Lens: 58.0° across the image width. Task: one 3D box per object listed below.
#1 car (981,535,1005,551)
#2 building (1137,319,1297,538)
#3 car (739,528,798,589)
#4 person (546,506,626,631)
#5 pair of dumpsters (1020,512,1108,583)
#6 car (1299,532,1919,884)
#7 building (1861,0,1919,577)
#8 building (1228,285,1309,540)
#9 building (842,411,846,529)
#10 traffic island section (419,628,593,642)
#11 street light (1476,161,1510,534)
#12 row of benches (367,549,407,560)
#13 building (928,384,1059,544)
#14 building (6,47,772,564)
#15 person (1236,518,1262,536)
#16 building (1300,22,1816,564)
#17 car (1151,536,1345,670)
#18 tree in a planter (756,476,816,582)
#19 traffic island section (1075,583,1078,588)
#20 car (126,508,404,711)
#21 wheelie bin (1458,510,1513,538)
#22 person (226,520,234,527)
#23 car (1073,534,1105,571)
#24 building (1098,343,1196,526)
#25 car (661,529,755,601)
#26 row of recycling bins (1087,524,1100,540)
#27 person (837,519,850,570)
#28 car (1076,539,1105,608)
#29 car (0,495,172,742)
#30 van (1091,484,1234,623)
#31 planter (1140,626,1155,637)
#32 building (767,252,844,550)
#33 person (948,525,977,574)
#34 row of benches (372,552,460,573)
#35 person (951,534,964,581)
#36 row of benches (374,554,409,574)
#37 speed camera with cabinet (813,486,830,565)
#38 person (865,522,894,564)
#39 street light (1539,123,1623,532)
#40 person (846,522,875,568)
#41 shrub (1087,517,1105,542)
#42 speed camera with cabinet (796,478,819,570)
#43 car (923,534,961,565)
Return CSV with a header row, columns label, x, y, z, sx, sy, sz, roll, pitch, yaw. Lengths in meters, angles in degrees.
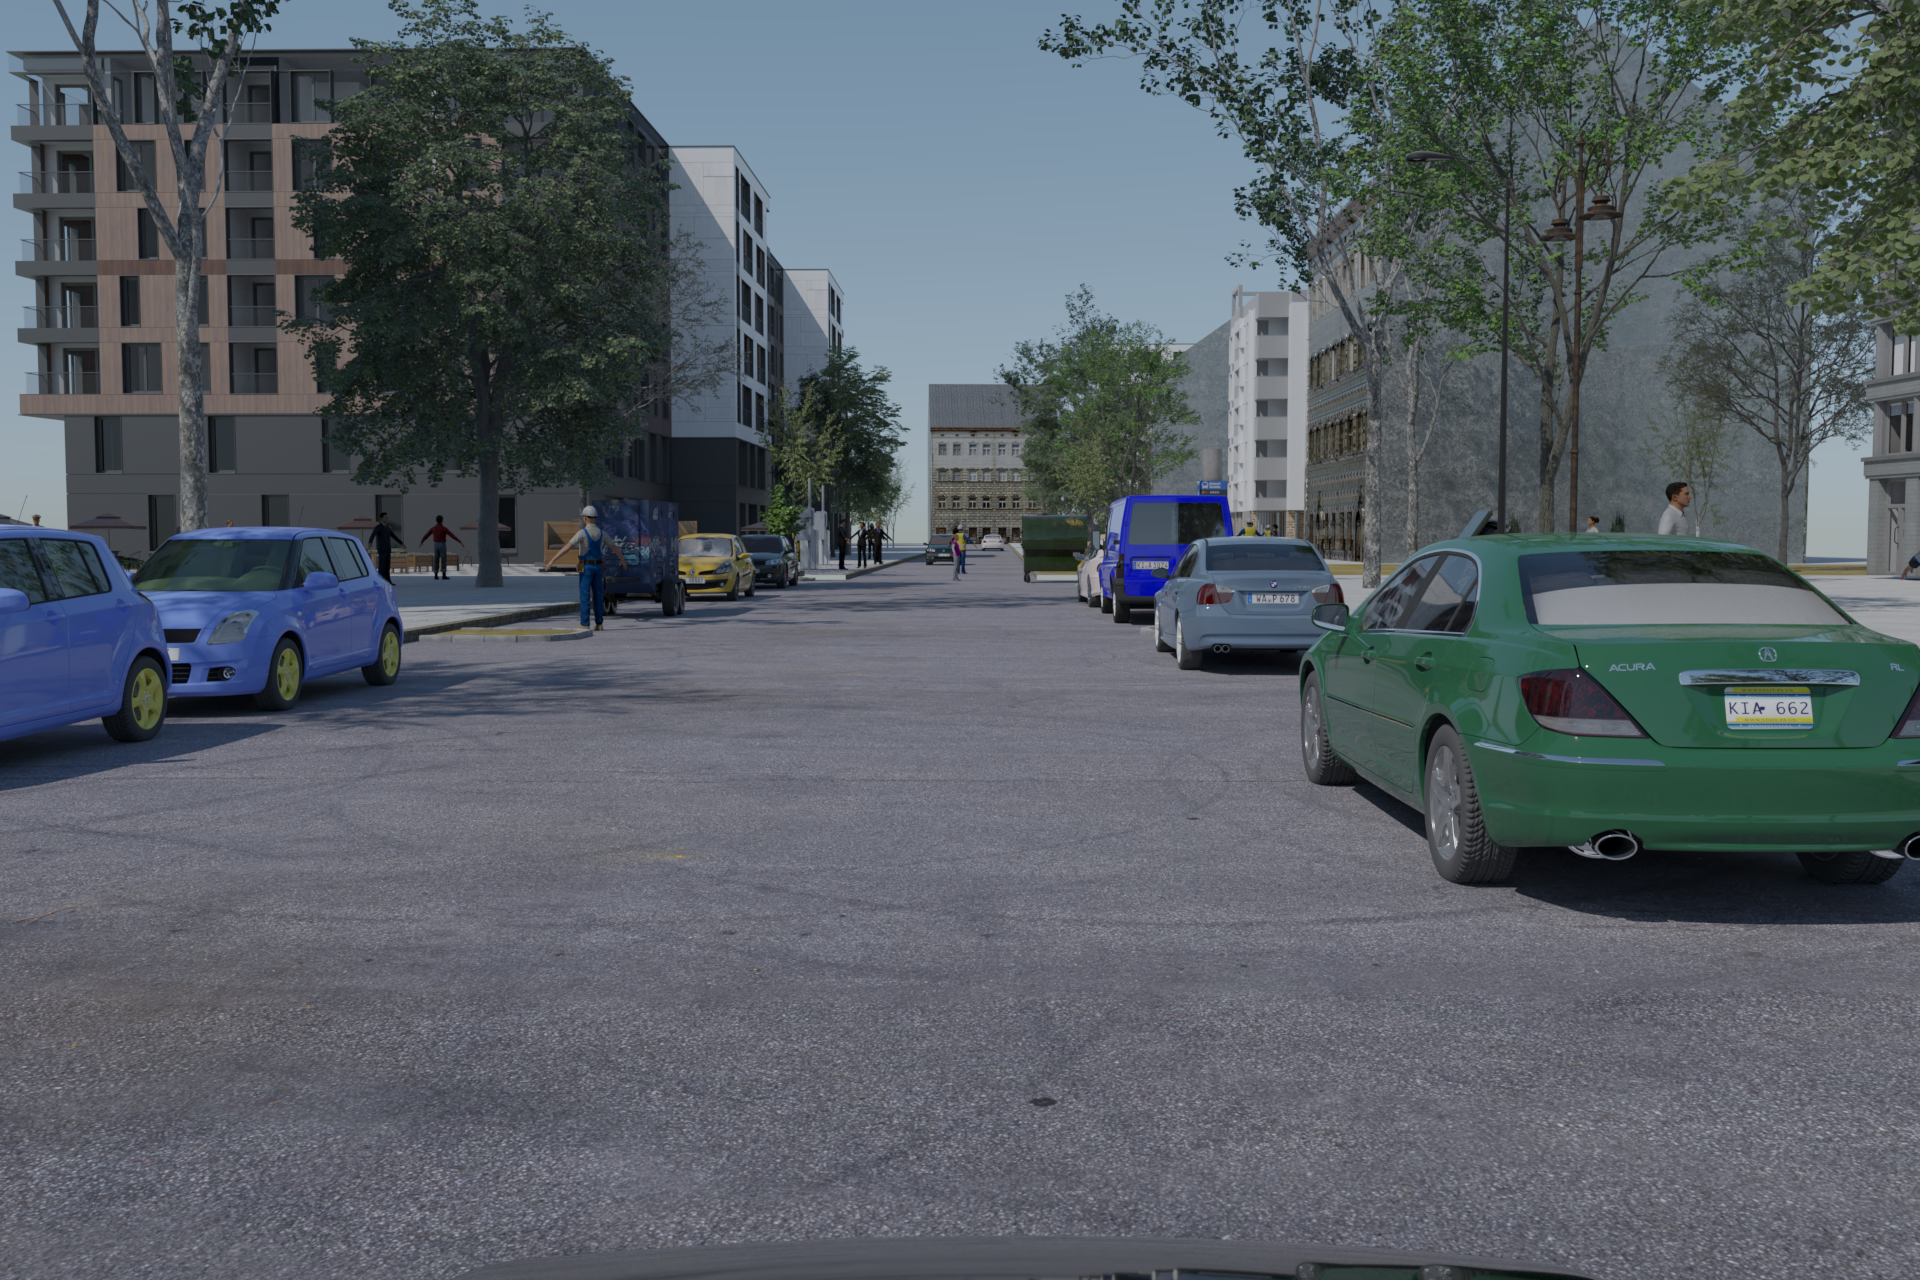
label,x,y,z,sx,sy,sz,roll,pitch,yaw
car,2.756,-8.148,145.575,2.083,1.381,4.827,0,4,1
building,28.065,-21.122,176.276,19.493,23.208,18.063,0,4,1
car,-5.394,-2.261,46.747,2.009,1.686,4.222,0,4,1
person,-5.477,-1.058,25.611,1.347,1.847,0.705,-3,5,-43
pair of dumpsters,3.998,-2.828,51.192,4.436,2.255,1.574,0,3,0
car,2.910,0.200,8.522,2.131,1.459,4.920,0,4,0
building,30.139,-11.925,41.657,8.464,21.280,15.925,0,4,1
building,25.727,-16.866,132.178,16.016,20.090,11.380,0,4,1
building,-22.355,-21.822,187.726,19.493,23.208,18.063,0,4,1
traffic island section,-6.169,-0.064,23.909,1.991,0.108,1.994,0,4,1
street light,7.182,-2.971,21.119,1.470,5.913,1.316,0,4,2
row of benches,-23.422,-3.359,70.382,1.422,0.672,4.104,0,4,0
building,4.497,-25.606,252.041,18.063,23.208,19.493,0,4,-2
building,-25.839,-15.023,89.603,27.936,21.610,32.646,0,4,1
person,10.147,-3.362,60.931,1.349,1.833,0.705,-1,4,-12
building,27.548,-15.442,83.413,19.493,23.208,18.063,0,4,2
car,3.206,-0.461,19.533,2.014,1.417,4.499,0,4,2
tree in a planter,-5.466,-3.411,52.987,1.991,3.239,1.994,0,4,1
traffic island section,4.128,-1.462,46.769,1.991,0.108,1.994,0,4,1
car,-6.248,-0.340,15.150,1.945,1.707,3.694,0,4,1
wheelie bin,6.930,-0.921,22.968,0.693,1.594,0.980,0,4,2
person,-23.145,-2.958,55.169,0.721,1.733,1.217,0,4,7
car,3.637,-1.799,39.642,2.015,1.641,3.980,0,4,0
building,29.895,-21.892,201.904,27.936,21.610,32.646,0,4,1
car,-5.583,-1.715,38.272,2.015,1.641,3.980,0,4,1
row of recycling bins,5.458,-4.002,72.545,1.069,1.692,3.534,0,4,0
person,-4.207,-3.444,62.251,0.705,1.837,1.347,-1,4,-17
car,3.421,-1.394,35.148,2.083,1.381,4.827,0,4,0
car,-6.476,-0.068,10.703,1.945,1.707,3.694,0,4,2
van,3.434,-1.531,29.422,2.240,2.365,5.245,0,4,1
planter,3.587,-0.213,24.615,1.991,0.319,1.994,0,4,1
building,-24.119,-17.600,131.734,27.936,21.610,32.646,0,4,1
person,0.079,-3.268,62.356,1.216,1.772,0.721,2,4,32
row of benches,-18.371,-2.649,58.780,1.422,0.672,4.104,1,4,19
person,-0.055,-2.522,52.961,0.599,1.433,0.991,1,4,15
row of benches,-19.790,-2.442,55.395,4.104,0.672,1.422,-1,4,-18
speed camera with cabinet,-5.764,-4.718,71.472,0.660,3.252,2.038,0,4,1
person,-3.457,-4.096,73.199,1.346,1.802,0.704,-2,4,-24
street light,7.144,-2.893,20.086,0.468,5.910,1.993,0,4,1
person,-3.703,-3.550,64.764,1.216,1.740,0.721,2,4,24
shrub,5.524,-3.630,63.771,1.690,2.028,1.600,0,3,0
speed camera with cabinet,-5.472,-4.141,62.038,0.660,3.252,2.038,0,4,3
car,-0.693,-4.337,80.690,2.009,1.686,4.222,0,4,1
